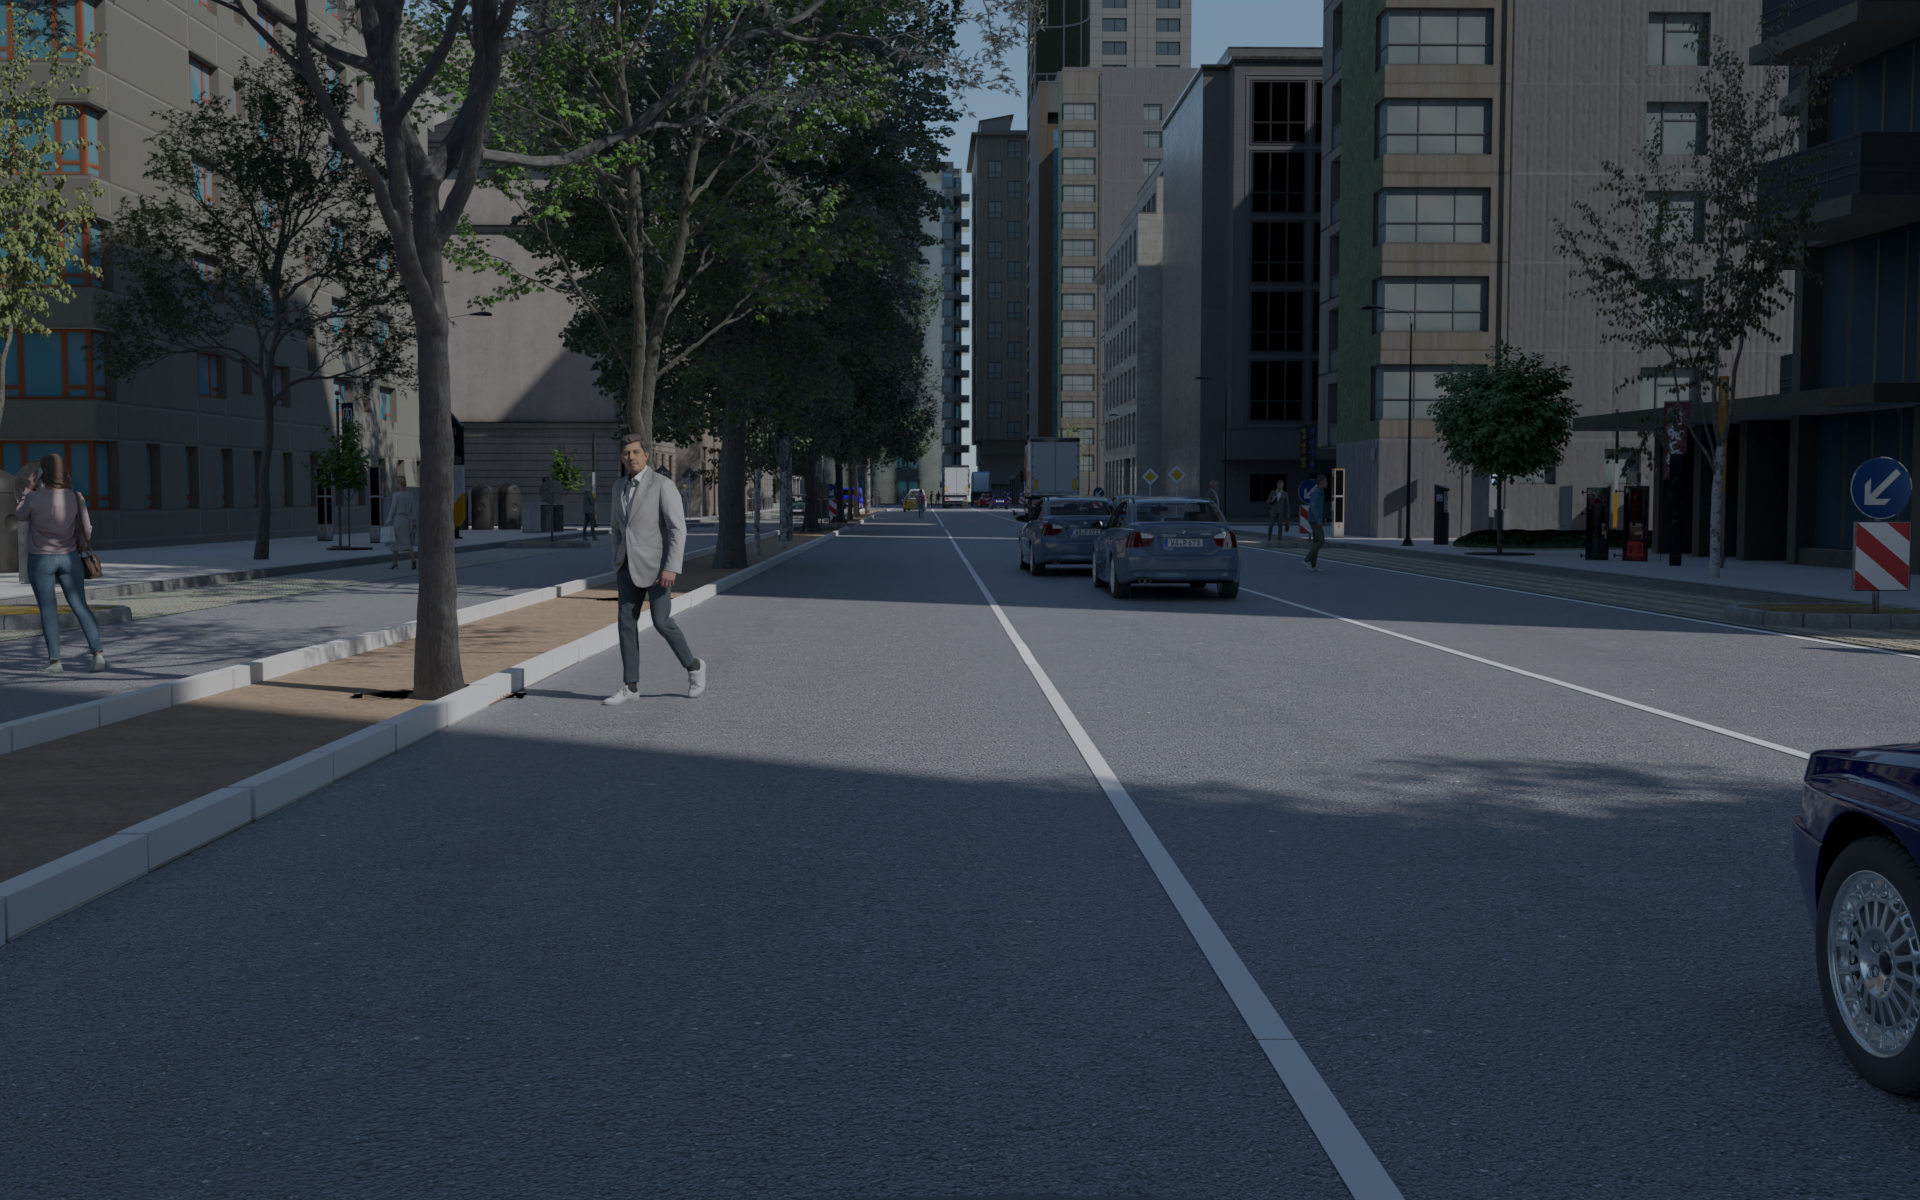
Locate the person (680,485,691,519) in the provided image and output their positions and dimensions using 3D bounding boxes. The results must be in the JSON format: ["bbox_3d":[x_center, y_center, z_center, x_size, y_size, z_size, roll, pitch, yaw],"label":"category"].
[{"bbox_3d":[-14.111,-5.043,88.913,0.534,1.772,0.576,3,5,43],"label":"person"}]

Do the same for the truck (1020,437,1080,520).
[{"bbox_3d":[4.715,-6.256,91.202,2.839,4.237,11.283,0,4,0],"label":"truck"}]

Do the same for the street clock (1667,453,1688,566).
[{"bbox_3d":[12.808,-1.614,30.954,0.358,2.002,0.471,2,4,30],"label":"street clock"}]

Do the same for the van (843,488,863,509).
[{"bbox_3d":[-10.312,-9.799,164.593,2.240,2.365,5.245,0,4,1],"label":"van"}]

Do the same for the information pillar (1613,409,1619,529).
[{"bbox_3d":[17.919,-3.422,47.308,0.183,3.616,0.504,1,4,18],"label":"information pillar"}]

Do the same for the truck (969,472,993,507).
[{"bbox_3d":[2.587,-12.952,201.523,2.967,4.110,18.799,0,4,0],"label":"truck"}]

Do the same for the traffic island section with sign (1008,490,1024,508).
[{"bbox_3d":[6.236,-10.414,178.900,1.989,1.847,2.006,0,4,-1],"label":"traffic island section with sign"}]

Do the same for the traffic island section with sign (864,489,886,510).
[{"bbox_3d":[-7.302,-8.738,151.000,2.006,1.907,1.989,0,4,-1],"label":"traffic island section with sign"}]

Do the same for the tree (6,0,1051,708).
[{"bbox_3d":[-3.608,-6.039,11.558,12.009,13.543,11.850,0,3,0],"label":"tree"}]

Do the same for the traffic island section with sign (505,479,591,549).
[{"bbox_3d":[-10.930,-2.296,46.165,1.989,1.847,2.006,0,4,-1],"label":"traffic island section with sign"}]

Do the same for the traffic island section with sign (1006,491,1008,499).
[{"bbox_3d":[5.645,-12.076,206.065,1.989,1.847,2.006,0,4,-1],"label":"traffic island section with sign"}]

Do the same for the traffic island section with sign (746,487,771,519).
[{"bbox_3d":[-12.119,-5.668,101.295,1.989,1.847,2.006,0,4,-1],"label":"traffic island section with sign"}]

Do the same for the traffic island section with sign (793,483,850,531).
[{"bbox_3d":[-5.517,-3.690,68.473,2.006,1.907,1.989,0,4,-1],"label":"traffic island section with sign"}]

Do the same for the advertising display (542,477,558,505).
[{"bbox_3d":[-15.154,-3.600,64.079,0.123,1.923,0.974,1,4,15],"label":"advertising display"}]

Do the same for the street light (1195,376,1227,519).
[{"bbox_3d":[9.958,-5.865,68.441,1.470,5.913,1.316,0,4,-1],"label":"street light"}]

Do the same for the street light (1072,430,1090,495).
[{"bbox_3d":[8.865,-9.397,126.177,1.470,5.913,1.316,0,4,-1],"label":"street light"}]

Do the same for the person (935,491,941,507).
[{"bbox_3d":[-2.562,-11.579,198.269,0.683,1.767,0.568,0,4,-5],"label":"person"}]

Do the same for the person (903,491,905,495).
[{"bbox_3d":[-7.187,-12.993,220.918,0.705,1.826,1.348,-1,4,-9],"label":"person"}]

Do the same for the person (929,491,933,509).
[{"bbox_3d":[-2.880,-9.799,169.240,0.721,1.766,1.217,0,4,-7],"label":"person"}]

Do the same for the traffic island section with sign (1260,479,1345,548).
[{"bbox_3d":[9.101,-2.304,46.304,1.989,1.847,2.006,0,4,-1],"label":"traffic island section with sign"}]

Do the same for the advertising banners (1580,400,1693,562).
[{"bbox_3d":[12.865,-2.251,32.991,2.074,3.025,0.090,3,5,45],"label":"advertising banners"}]

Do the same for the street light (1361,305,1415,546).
[{"bbox_3d":[10.547,-4.291,42.702,1.470,5.913,1.316,0,4,-1],"label":"street light"}]

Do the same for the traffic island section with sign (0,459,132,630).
[{"bbox_3d":[-10.336,-0.637,19.041,1.989,1.847,2.006,0,4,-1],"label":"traffic island section with sign"}]

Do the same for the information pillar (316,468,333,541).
[{"bbox_3d":[-17.320,-2.612,47.204,0.304,2.012,0.304,1,4,18],"label":"information pillar"}]

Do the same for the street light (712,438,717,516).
[{"bbox_3d":[-13.843,-7.878,101.345,1.470,5.913,1.316,0,4,-1],"label":"street light"}]

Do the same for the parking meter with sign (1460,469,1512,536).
[{"bbox_3d":[14.686,-3.193,48.465,0.543,3.016,1.738,-2,4,-31],"label":"parking meter with sign"}]

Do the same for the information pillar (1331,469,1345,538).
[{"bbox_3d":[11.012,-2.812,50.464,0.304,2.012,0.304,0,4,-1],"label":"information pillar"}]

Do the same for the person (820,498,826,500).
[{"bbox_3d":[-13.748,-10.004,172.756,0.721,1.739,1.217,2,4,29],"label":"person"}]

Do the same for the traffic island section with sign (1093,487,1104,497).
[{"bbox_3d":[7.918,-5.659,101.148,1.989,1.847,2.006,0,4,-1],"label":"traffic island section with sign"}]

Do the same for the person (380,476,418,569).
[{"bbox_3d":[-10.540,-1.457,32.680,0.694,1.780,0.624,-3,5,-41],"label":"person"}]

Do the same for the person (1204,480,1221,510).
[{"bbox_3d":[6.270,-2.053,42.470,0.834,1.777,0.661,2,4,25],"label":"person"}]

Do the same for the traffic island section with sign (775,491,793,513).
[{"bbox_3d":[-12.728,-7.368,129.093,1.989,1.847,2.006,0,4,-1],"label":"traffic island section with sign"}]

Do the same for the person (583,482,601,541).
[{"bbox_3d":[-11.250,-2.695,52.744,0.526,1.800,0.537,-2,4,-26],"label":"person"}]

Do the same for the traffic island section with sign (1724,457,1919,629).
[{"bbox_3d":[9.690,-0.648,19.226,1.989,1.847,2.006,0,4,-1],"label":"traffic island section with sign"}]

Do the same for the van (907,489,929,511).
[{"bbox_3d":[-3.684,-8.623,147.994,2.013,2.044,4.112,0,4,-1],"label":"van"}]

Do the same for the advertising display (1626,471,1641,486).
[{"bbox_3d":[19.155,-2.696,49.299,0.123,1.923,0.974,0,4,4],"label":"advertising display"}]

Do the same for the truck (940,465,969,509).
[{"bbox_3d":[-0.502,-11.211,172.214,2.839,4.237,11.283,0,4,-2],"label":"truck"}]

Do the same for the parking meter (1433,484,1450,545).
[{"bbox_3d":[12.205,-2.170,43.894,0.372,1.533,0.369,0,3,0],"label":"parking meter"}]

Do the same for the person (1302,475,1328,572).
[{"bbox_3d":[6.520,-1.404,31.793,0.444,1.785,0.601,2,4,25],"label":"person"}]

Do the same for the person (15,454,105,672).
[{"bbox_3d":[-7.169,-0.293,13.888,0.643,1.750,0.593,3,5,43],"label":"person"}]

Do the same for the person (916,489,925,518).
[{"bbox_3d":[-2.360,-5.750,103.355,0.563,1.720,0.643,1,4,17],"label":"person"}]

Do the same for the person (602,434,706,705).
[{"bbox_3d":[-2.135,-0.222,11.975,0.661,1.843,0.795,2,4,33],"label":"person"}]

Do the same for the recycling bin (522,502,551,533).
[{"bbox_3d":[-14.070,-2.750,57.517,0.722,1.027,0.722,1,4,13],"label":"recycling bin"}]

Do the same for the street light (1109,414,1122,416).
[{"bbox_3d":[9.334,-7.820,100.398,1.470,5.913,1.316,0,4,-1],"label":"street light"}]

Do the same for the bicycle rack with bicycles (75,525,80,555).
[{"bbox_3d":[-19.929,-1.421,36.616,2.852,0.926,2.925,-3,5,-40],"label":"bicycle rack with bicycles"}]

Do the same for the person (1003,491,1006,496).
[{"bbox_3d":[5.061,-11.195,192.076,0.617,1.759,0.750,-2,4,-34],"label":"person"}]

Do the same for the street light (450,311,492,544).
[{"bbox_3d":[-12.589,-4.381,44.163,1.470,5.913,1.316,0,4,-1],"label":"street light"}]

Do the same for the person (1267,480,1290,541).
[{"bbox_3d":[9.083,-2.508,49.464,0.622,1.834,0.822,0,4,-2],"label":"person"}]

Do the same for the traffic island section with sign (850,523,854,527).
[{"bbox_3d":[-5.668,-4.143,75.879,2.006,1.907,1.989,0,4,-1],"label":"traffic island section with sign"}]

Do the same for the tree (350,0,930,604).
[{"bbox_3d":[-4.144,-5.776,22.654,9.928,11.665,9.643,0,3,0],"label":"tree"}]

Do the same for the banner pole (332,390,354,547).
[{"bbox_3d":[-14.847,-3.166,41.778,0.863,3.779,0.401,3,4,36],"label":"banner pole"}]
